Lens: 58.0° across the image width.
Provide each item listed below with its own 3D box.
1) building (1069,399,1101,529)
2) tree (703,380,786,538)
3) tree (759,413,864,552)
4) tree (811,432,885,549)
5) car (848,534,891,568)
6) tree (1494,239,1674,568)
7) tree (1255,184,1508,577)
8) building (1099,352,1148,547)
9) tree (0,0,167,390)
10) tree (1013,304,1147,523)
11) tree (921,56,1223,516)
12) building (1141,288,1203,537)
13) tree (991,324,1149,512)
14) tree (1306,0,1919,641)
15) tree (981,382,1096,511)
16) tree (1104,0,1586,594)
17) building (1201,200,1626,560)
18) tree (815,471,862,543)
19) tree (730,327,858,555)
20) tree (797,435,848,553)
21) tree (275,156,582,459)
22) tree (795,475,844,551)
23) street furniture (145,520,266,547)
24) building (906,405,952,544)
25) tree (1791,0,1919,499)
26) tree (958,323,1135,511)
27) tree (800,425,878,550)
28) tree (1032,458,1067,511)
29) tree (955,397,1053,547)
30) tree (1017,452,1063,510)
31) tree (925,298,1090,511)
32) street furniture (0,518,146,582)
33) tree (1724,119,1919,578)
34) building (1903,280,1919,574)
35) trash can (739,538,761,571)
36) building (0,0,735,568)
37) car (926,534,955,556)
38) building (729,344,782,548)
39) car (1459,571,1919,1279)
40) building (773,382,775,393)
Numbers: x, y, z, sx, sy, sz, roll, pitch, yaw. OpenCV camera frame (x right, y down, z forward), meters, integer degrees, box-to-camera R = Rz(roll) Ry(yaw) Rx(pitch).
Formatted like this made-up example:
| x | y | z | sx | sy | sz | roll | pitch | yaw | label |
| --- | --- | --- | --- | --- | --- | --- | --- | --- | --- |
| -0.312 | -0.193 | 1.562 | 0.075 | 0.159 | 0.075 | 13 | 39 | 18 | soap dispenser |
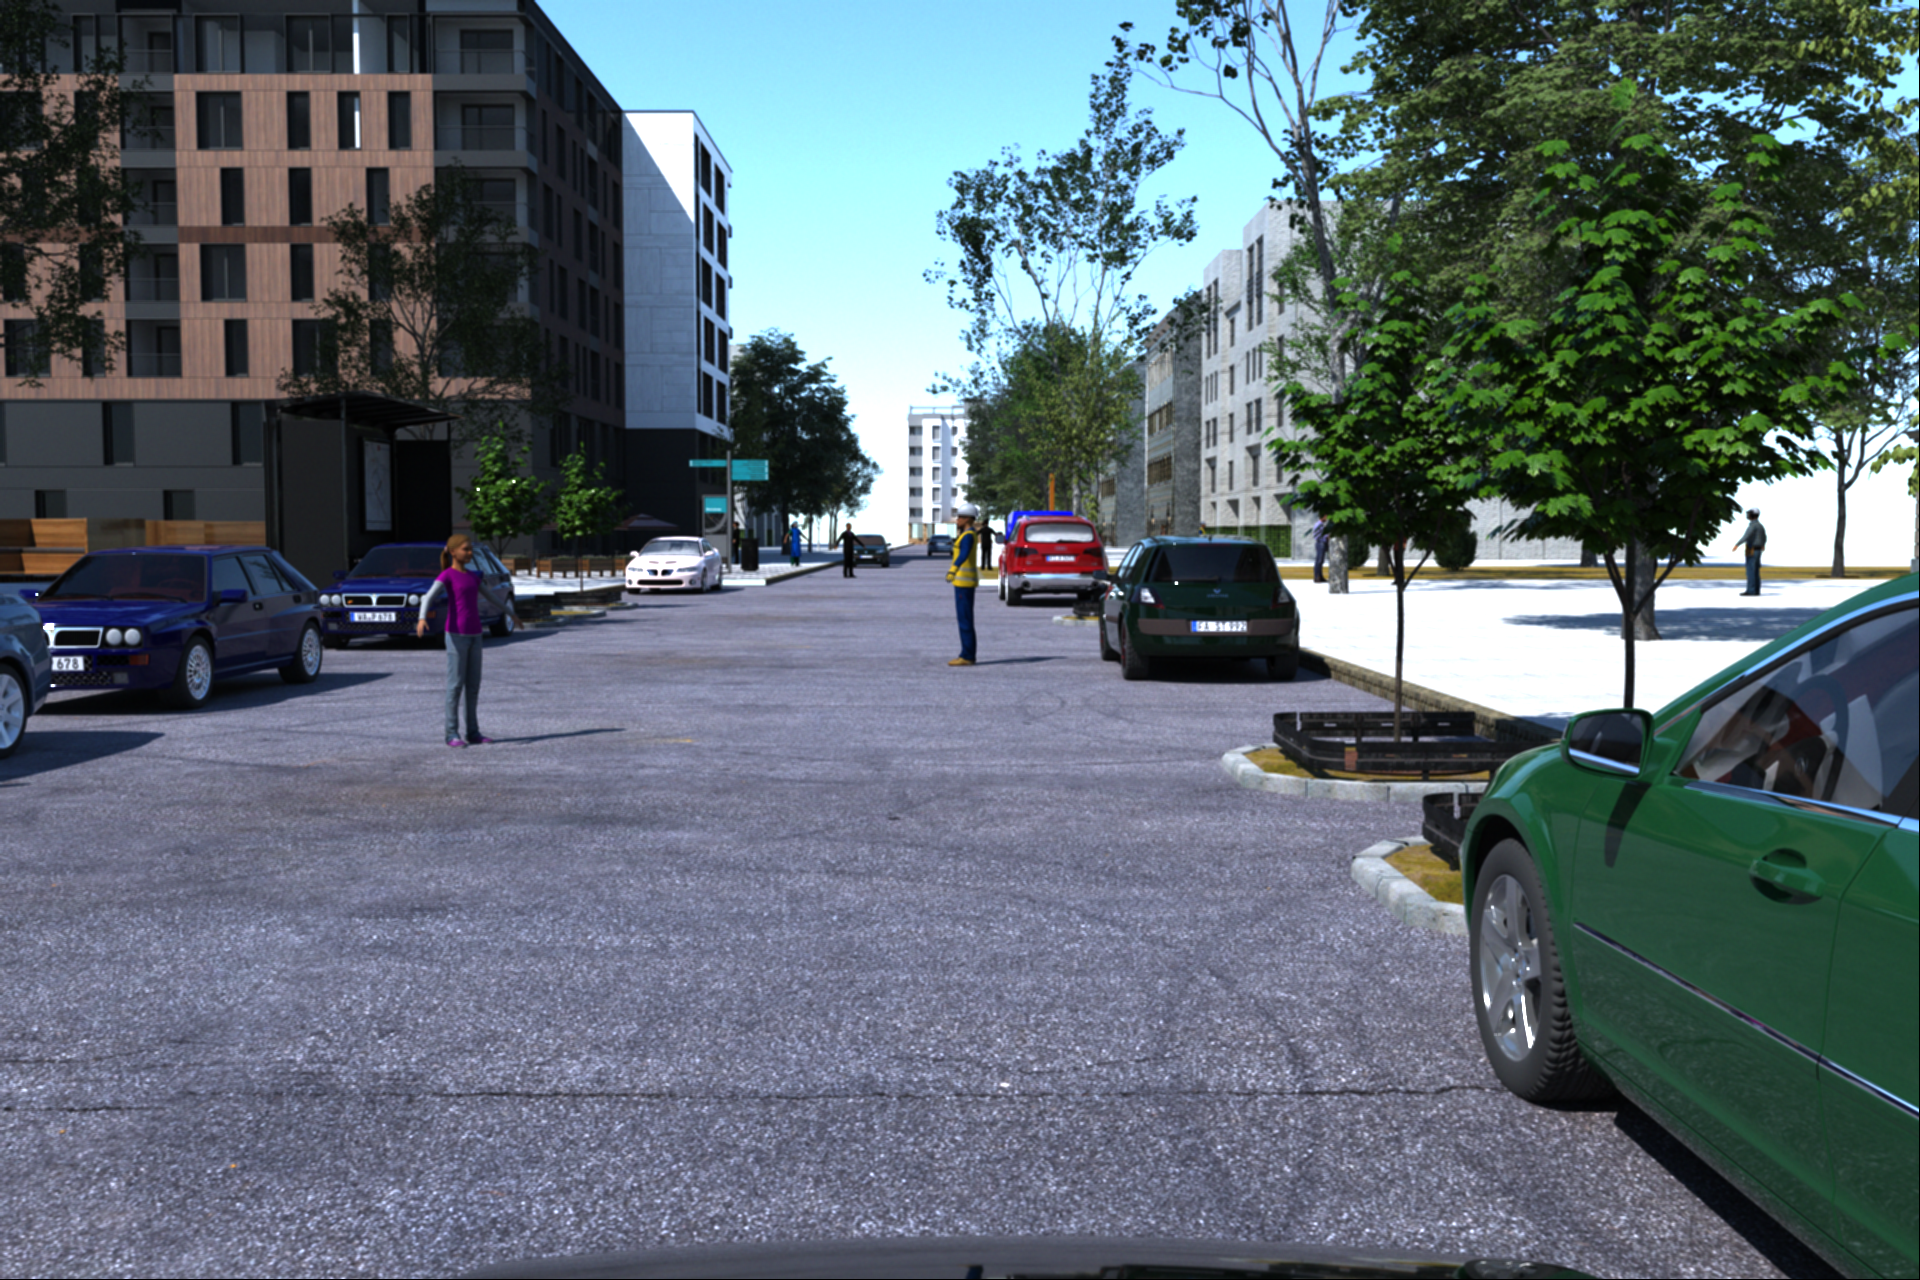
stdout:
| x | y | z | sx | sy | sz | roll | pitch | yaw | label |
| --- | --- | --- | --- | --- | --- | --- | --- | --- | --- |
| 23.559 | -23.780 | 219.734 | 19.493 | 23.208 | 18.063 | 0 | 4 | 0 | building |
| -10.324 | -8.128 | 83.257 | 4.737 | 8.622 | 4.395 | 0 | 3 | 0 | tree |
| -10.815 | -11.555 | 123.339 | 8.767 | 10.594 | 7.601 | 0 | 4 | 6 | tree |
| -10.842 | -13.099 | 148.585 | 8.767 | 10.594 | 7.601 | -1 | 4 | -12 | tree |
| -3.951 | -3.979 | 74.837 | 2.009 | 1.686 | 4.222 | 0 | 4 | 0 | car |
| 24.138 | -9.765 | 66.313 | 9.857 | 13.997 | 8.962 | 0 | 3 | 0 | tree |
| 12.793 | -7.729 | 52.120 | 9.928 | 11.665 | 9.643 | 0 | 3 | 0 | tree |
| 24.198 | -21.053 | 175.143 | 19.493 | 23.208 | 18.063 | 0 | 4 | 0 | building |
| -13.110 | -5.260 | 20.419 | 7.601 | 10.594 | 8.767 | -1 | 4 | -14 | tree |
| 3.942 | -6.384 | 54.740 | 4.737 | 8.622 | 4.395 | 0 | 3 | 0 | tree |
| 4.694 | -13.158 | 71.015 | 12.611 | 20.169 | 13.585 | 0 | 3 | 0 | tree |
| 23.943 | -18.143 | 127.570 | 19.493 | 23.208 | 18.063 | 0 | 4 | 0 | building |
| 5.390 | -9.726 | 84.778 | 9.928 | 11.665 | 9.643 | 0 | 3 | 0 | tree |
| 7.840 | -6.277 | 20.749 | 7.486 | 12.596 | 7.792 | 0 | 3 | 0 | tree |
| 5.028 | -11.920 | 113.022 | 7.486 | 12.596 | 7.792 | 0 | 3 | 0 | tree |
| 8.523 | -10.972 | 35.282 | 12.611 | 20.169 | 13.585 | 0 | 3 | 0 | tree |
| 24.648 | -14.312 | 100.457 | 16.747 | 18.905 | 31.486 | 0 | 4 | 0 | building |
| -16.932 | -18.677 | 239.786 | 7.601 | 10.594 | 8.767 | 0 | 4 | -2 | tree |
| -10.642 | -12.198 | 106.090 | 9.857 | 13.997 | 8.962 | 0 | 3 | 0 | tree |
| -10.166 | -10.106 | 115.599 | 4.360 | 8.622 | 3.978 | 0 | 3 | 0 | tree |
| -12.727 | -6.584 | 42.060 | 7.601 | 10.594 | 8.767 | -3 | 4 | -37 | tree |
| -10.741 | -11.054 | 131.094 | 4.737 | 8.622 | 4.395 | 0 | 3 | 0 | tree |
| -26.923 | -3.294 | 60.707 | 11.010 | 1.723 | 9.812 | -1 | 4 | -21 | street furniture |
| -7.253 | -23.593 | 244.628 | 11.380 | 20.090 | 16.016 | 0 | 4 | -1 | building |
| 8.278 | -3.832 | 13.023 | 4.737 | 8.622 | 4.395 | 0 | 3 | 0 | tree |
| 5.106 | -11.604 | 100.093 | 12.009 | 13.543 | 11.850 | 0 | 3 | 0 | tree |
| -10.410 | -12.408 | 137.290 | 8.767 | 10.594 | 7.601 | 1 | 4 | 8 | tree |
| 13.415 | -19.843 | 242.559 | 7.486 | 12.596 | 7.792 | 0 | 3 | 0 | tree |
| 4.262 | -15.195 | 155.087 | 9.857 | 13.997 | 8.962 | 0 | 3 | 0 | tree |
| 5.438 | -10.733 | 125.841 | 4.737 | 8.622 | 4.395 | 0 | 3 | 0 | tree |
| 4.012 | -17.354 | 139.630 | 12.611 | 20.169 | 13.585 | 0 | 3 | 0 | tree |
| -26.797 | -2.648 | 50.143 | 11.010 | 1.723 | 9.812 | 2 | 4 | 26 | street furniture |
| 25.966 | -8.571 | 50.498 | 12.009 | 13.543 | 11.850 | 0 | 3 | 0 | tree |
| 28.506 | -12.585 | 24.842 | 14.460 | 24.649 | 34.723 | 0 | 4 | 0 | building |
| -7.251 | -2.940 | 59.724 | 0.748 | 1.137 | 0.748 | 0 | 3 | 0 | trash can |
| -26.775 | -14.544 | 81.772 | 27.936 | 21.610 | 32.646 | 0 | 3 | 0 | building |
| -1.282 | -6.348 | 115.794 | 2.014 | 1.417 | 4.499 | 0 | 4 | 0 | car |
| -28.383 | -19.010 | 177.266 | 16.747 | 18.905 | 31.486 | 0 | 4 | 0 | building |
| 2.327 | 0.537 | 3.017 | 2.131 | 1.459 | 4.920 | 0 | 4 | -1 | car |
| -27.693 | -21.163 | 202.434 | 16.016 | 20.090 | 11.380 | 0 | 4 | -1 | building |
